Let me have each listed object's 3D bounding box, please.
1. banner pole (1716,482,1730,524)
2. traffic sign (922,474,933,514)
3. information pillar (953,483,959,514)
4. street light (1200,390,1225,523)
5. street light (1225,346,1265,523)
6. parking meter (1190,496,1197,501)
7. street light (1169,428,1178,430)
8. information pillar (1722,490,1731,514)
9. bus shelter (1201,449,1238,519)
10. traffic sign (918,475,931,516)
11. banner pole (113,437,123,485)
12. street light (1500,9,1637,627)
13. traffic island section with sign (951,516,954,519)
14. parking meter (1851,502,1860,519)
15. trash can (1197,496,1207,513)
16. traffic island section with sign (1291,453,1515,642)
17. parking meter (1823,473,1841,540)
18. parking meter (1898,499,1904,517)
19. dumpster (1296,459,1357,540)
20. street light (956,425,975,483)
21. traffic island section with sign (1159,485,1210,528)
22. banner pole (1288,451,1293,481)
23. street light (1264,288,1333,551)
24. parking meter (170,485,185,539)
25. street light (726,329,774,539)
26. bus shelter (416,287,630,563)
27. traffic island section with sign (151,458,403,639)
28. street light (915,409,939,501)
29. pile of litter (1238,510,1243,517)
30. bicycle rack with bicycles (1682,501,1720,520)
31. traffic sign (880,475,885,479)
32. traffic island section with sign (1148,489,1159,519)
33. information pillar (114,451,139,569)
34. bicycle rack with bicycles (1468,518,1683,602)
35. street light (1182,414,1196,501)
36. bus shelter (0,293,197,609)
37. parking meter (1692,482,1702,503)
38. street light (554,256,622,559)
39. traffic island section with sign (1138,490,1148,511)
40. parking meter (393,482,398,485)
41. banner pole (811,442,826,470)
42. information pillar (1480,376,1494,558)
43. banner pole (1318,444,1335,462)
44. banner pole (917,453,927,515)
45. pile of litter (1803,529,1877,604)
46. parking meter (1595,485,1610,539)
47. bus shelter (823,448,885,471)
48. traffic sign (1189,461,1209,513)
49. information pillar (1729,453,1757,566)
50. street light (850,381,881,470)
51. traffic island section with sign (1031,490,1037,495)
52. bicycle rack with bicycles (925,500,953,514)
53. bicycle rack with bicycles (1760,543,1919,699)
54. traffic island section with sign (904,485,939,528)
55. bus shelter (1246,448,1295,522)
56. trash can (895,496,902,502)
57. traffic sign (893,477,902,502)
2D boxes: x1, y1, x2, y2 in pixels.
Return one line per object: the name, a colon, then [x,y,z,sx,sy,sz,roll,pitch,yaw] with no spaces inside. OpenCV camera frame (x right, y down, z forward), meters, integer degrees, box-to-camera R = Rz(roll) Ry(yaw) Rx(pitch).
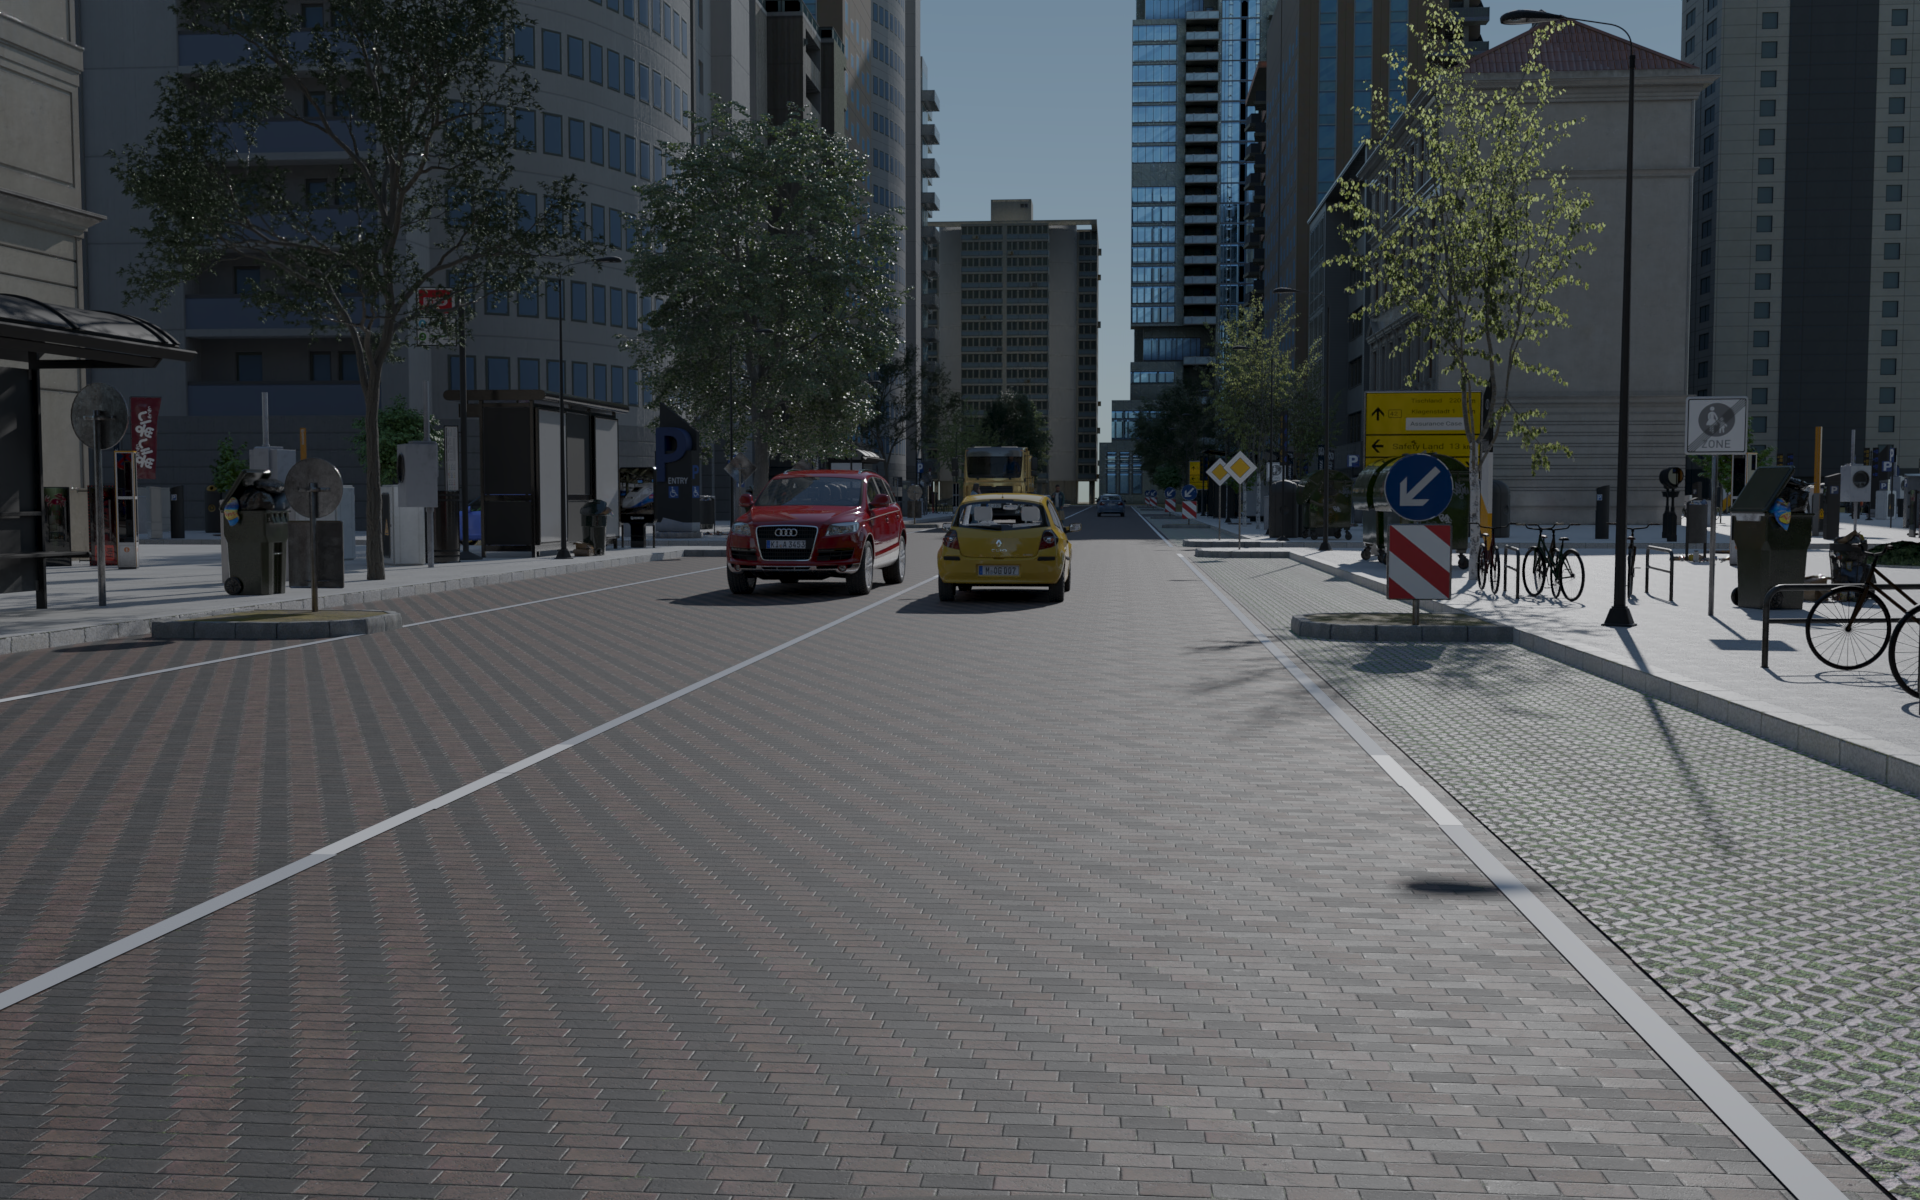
banner pole: [32.592,-5.167,74.491,0.863,3.779,0.401,-2,4,-24]
traffic sign: [-2.090,-6.605,108.095,0.768,2.556,0.104,1,4,10]
information pillar: [-0.269,-6.648,113.186,0.304,2.012,0.304,3,4,38]
street light: [11.455,-6.410,77.347,1.470,5.913,1.316,0,4,5]
street light: [9.221,-5.004,54.361,1.470,5.913,1.316,0,4,5]
parking meter: [13.956,-5.820,103.572,0.372,1.533,0.369,0,3,0]
street light: [15.486,-9.173,122.523,1.470,5.913,1.316,0,4,5]
information pillar: [49.729,-7.398,112.316,0.504,3.616,0.183,0,4,5]
bus shelter: [13.967,-6.232,93.169,1.731,3.624,6.357,0,4,5]
traffic sign: [-2.088,-6.191,102.404,0.795,2.450,0.064,0,4,8]
banner pole: [-28.015,-4.141,57.722,0.401,3.779,0.863,0,4,-2]
street light: [5.882,-2.704,16.745,1.470,5.913,1.316,0,4,5]
traffic island section with sign: [0.552,-5.608,100.321,1.989,1.847,2.006,0,4,5]
parking meter: [46.119,-5.103,89.138,0.255,1.863,0.399,0,4,-3]
trash can: [16.561,-6.532,118.453,0.748,1.137,0.748,0,3,0]
traffic island section with sign: [4.429,-0.551,17.644,1.989,1.847,2.006,0,4,5]
parking meter: [24.521,-2.632,48.739,0.399,1.863,0.255,0,4,5]
parking meter: [52.058,-5.507,95.746,0.255,1.863,0.399,0,4,7]
dumpster: [10.344,-2.839,48.915,1.502,2.255,1.985,0,4,5]
street light: [0.284,-8.826,116.839,1.470,5.913,1.316,0,4,5]
traffic island section with sign: [9.489,-3.922,72.758,1.989,1.847,2.006,0,4,5]
banner pole: [16.766,-6.056,89.035,0.863,3.779,0.401,3,4,37]
street light: [7.740,-4.072,39.112,1.470,5.913,1.316,0,4,5]
parking meter: [-22.578,-2.541,49.952,0.372,1.533,0.369,0,3,0]
street light: [-5.923,-4.670,48.895,1.470,5.913,1.316,0,4,5]
bus shelter: [-9.197,-3.582,36.193,2.179,5.291,8.768,0,4,5]
traffic island section with sign: [-6.996,-0.581,18.120,1.989,1.847,2.006,0,4,5]
street light: [-1.820,-7.403,93.573,1.470,5.913,1.316,0,4,5]
pile of litter: [15.456,-5.125,97.763,1.176,0.858,1.719,-3,5,-40]
bicycle rack with bicycles: [36.701,-4.534,87.505,2.852,0.926,2.925,0,4,3]
traffic sign: [-4.288,-5.695,95.236,0.606,2.300,0.079,0,4,6]
traffic island section with sign: [11.956,-5.564,99.600,1.989,1.847,2.006,0,4,5]
information pillar: [-14.223,-1.534,29.570,0.304,2.012,0.304,-1,4,-18]
bicycle rack with bicycles: [7.707,-0.508,21.692,2.852,0.926,2.925,1,4,14]
street light: [13.542,-7.806,100.174,1.470,5.913,1.316,0,4,5]
bus shelter: [-9.785,-1.397,16.771,2.014,3.302,5.546,0,4,5]
parking meter: [35.243,-4.719,82.868,0.255,1.863,0.399,-1,4,-17]
street light: [-7.301,-3.761,34.031,1.470,5.913,1.316,0,4,5]
traffic island section with sign: [16.531,-8.601,149.260,1.989,1.847,2.006,0,4,5]
parking meter: [-19.427,-3.292,59.532,0.399,1.863,0.255,2,4,24]
banner pole: [-5.765,-4.964,71.183,0.863,3.779,0.401,-1,4,-12]
information pillar: [10.535,-2.645,34.607,0.183,3.616,0.504,0,4,-1]
banner pole: [18.312,-5.907,86.596,0.863,3.779,0.401,1,4,14]
banner pole: [-2.399,-7.107,106.208,0.863,3.779,0.401,-3,4,-38]
pile of litter: [10.522,-0.434,21.062,1.719,0.858,1.176,-3,4,-37]
parking meter: [18.328,-2.508,49.410,0.372,1.533,0.369,0,3,0]
bus shelter: [-4.706,-5.090,77.144,2.014,3.302,5.546,0,4,5]
traffic sign: [15.137,-6.854,105.935,2.265,3.308,0.079,1,4,14]
information pillar: [13.959,-1.613,30.873,0.304,2.012,0.304,-2,4,-33]
street light: [-3.938,-6.037,71.240,1.470,5.913,1.316,0,4,5]
traffic island section with sign: [7.667,-10.343,177.730,1.989,1.847,2.006,0,4,5]
bicycle rack with bicycles: [-1.760,-5.991,111.328,2.852,0.926,2.925,1,4,21]
bicycle rack with bicycles: [7.085,0.092,11.874,2.925,0.926,2.852,0,4,-5]
traffic island section with sign: [-1.909,-3.966,73.478,1.989,1.847,2.006,0,4,5]
bus shelter: [13.810,-5.149,78.107,2.014,3.302,5.546,0,4,5]
trash can: [-3.815,-5.789,106.297,0.748,1.137,0.748,0,3,0]
traffic sign: [-3.775,-6.261,104.495,0.606,2.300,0.079,1,4,10]
